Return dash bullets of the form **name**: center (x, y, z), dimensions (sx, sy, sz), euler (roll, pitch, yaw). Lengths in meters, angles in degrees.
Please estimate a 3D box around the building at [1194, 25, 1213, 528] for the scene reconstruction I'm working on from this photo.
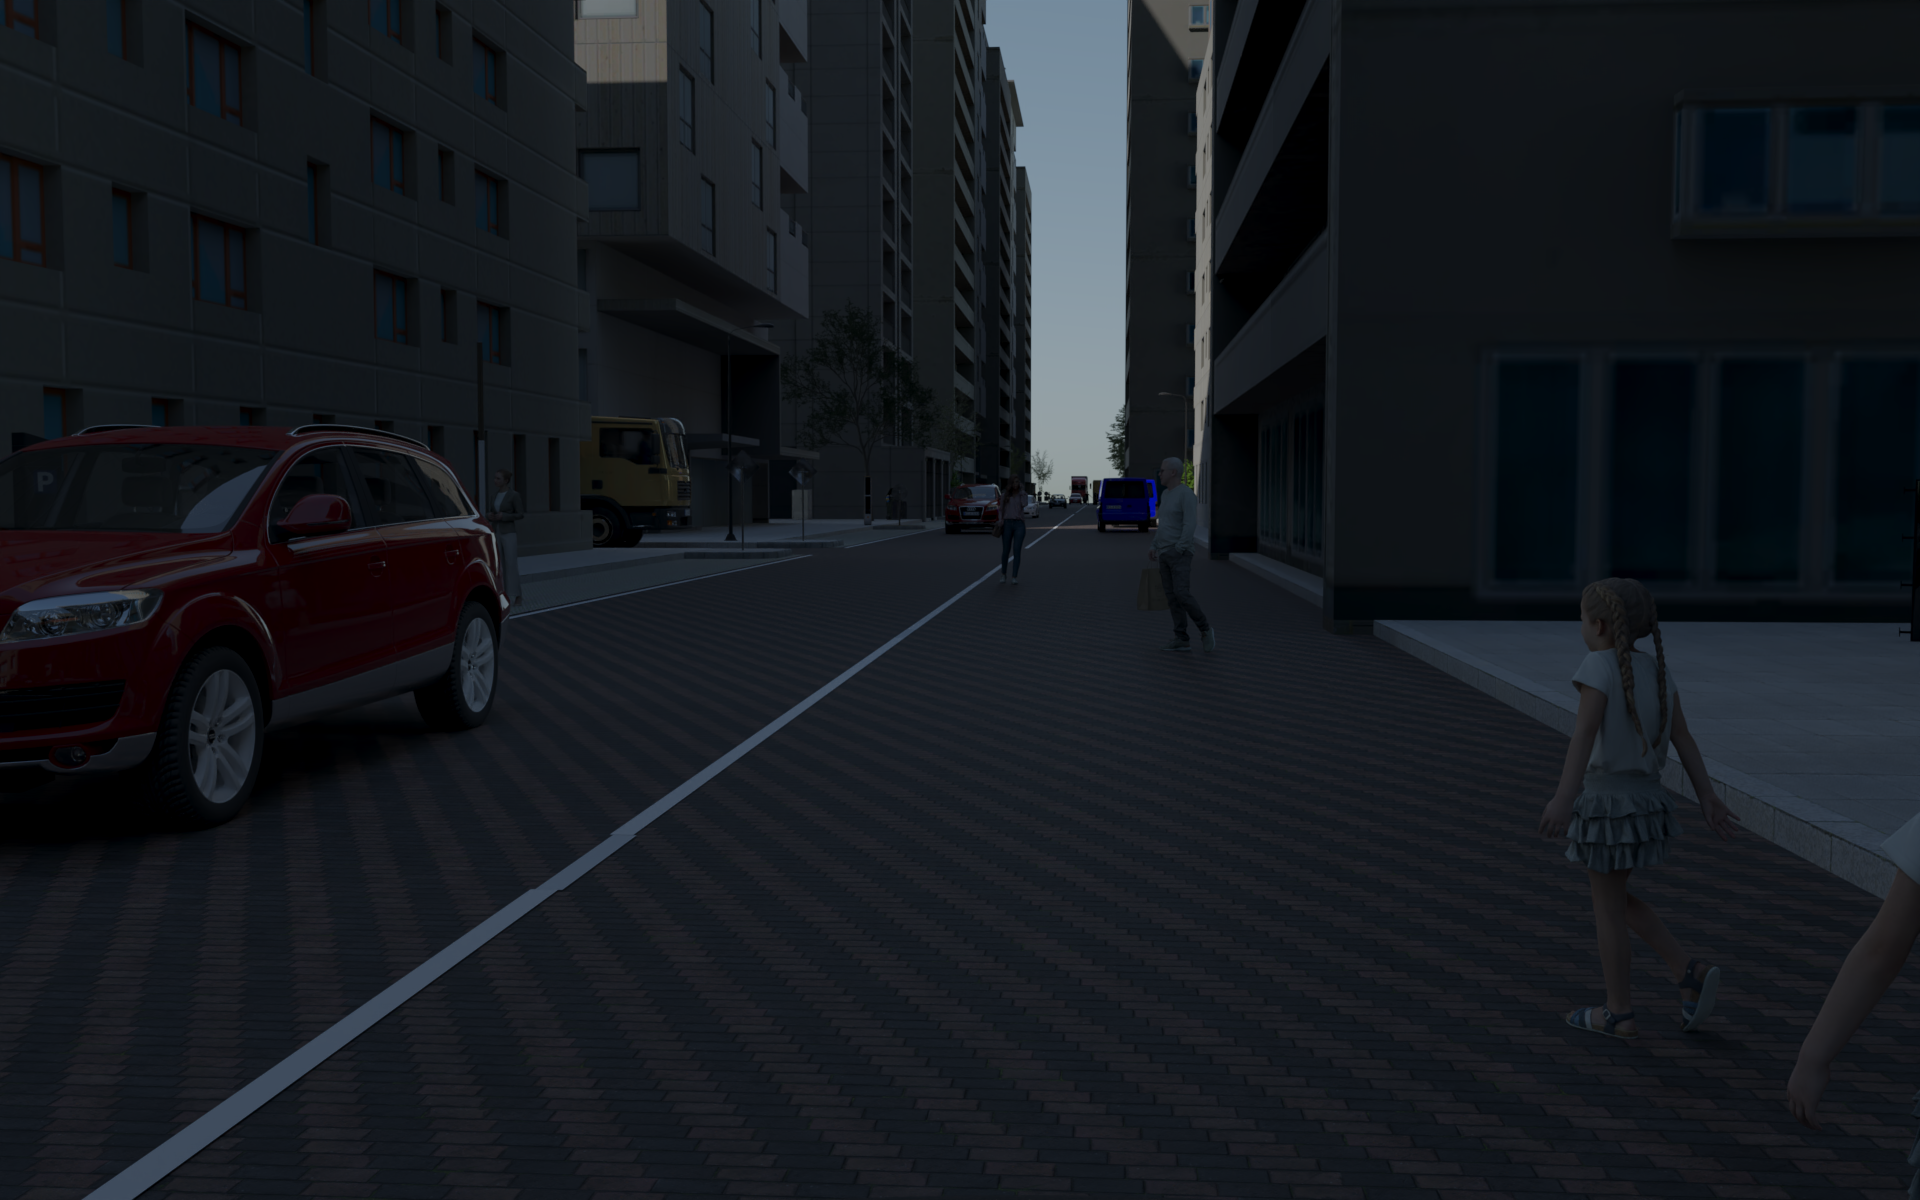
- **building**: center (23.453, -13.154, 60.107), dimensions (28.899, 21.520, 27.650), euler (0, 4, 5)

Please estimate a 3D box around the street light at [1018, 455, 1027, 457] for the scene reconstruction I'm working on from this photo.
- **street light**: center (7.316, -14.318, 206.637), dimensions (1.470, 5.913, 1.316), euler (0, 4, 5)

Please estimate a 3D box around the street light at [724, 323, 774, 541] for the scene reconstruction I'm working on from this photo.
- **street light**: center (-5.753, -4.573, 47.307), dimensions (1.470, 5.913, 1.316), euler (0, 4, 5)

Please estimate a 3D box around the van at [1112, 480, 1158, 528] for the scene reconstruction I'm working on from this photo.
- **van**: center (7.568, -4.349, 75.483), dimensions (2.240, 2.365, 5.245), euler (0, 4, 4)

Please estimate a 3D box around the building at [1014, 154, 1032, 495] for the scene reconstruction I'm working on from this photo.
- **building**: center (-1.022, -37.932, 243.897), dimensions (21.300, 48.544, 21.600), euler (0, 4, 5)

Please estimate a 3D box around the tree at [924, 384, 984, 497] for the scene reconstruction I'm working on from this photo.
- **tree**: center (-0.601, -10.152, 116.355), dimensions (4.360, 8.622, 3.978), euler (0, 3, 0)

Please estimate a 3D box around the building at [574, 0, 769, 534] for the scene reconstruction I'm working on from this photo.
- **building**: center (-20.599, -28.932, 62.272), dimensions (28.713, 52.752, 27.495), euler (0, 4, 5)

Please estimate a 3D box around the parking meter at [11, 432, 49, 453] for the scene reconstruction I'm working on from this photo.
- **parking meter**: center (-8.820, -0.667, 16.615), dimensions (0.255, 1.863, 0.399), euler (2, 4, 32)

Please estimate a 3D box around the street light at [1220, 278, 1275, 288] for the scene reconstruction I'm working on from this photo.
- **street light**: center (6.291, -3.963, 37.334), dimensions (1.470, 5.913, 1.316), euler (0, 4, 5)

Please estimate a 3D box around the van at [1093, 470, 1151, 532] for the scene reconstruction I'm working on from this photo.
- **van**: center (6.250, -3.807, 66.621), dimensions (2.240, 2.365, 5.245), euler (0, 4, 3)

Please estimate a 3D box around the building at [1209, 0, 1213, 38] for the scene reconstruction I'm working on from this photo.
- **building**: center (19.338, -26.501, 83.399), dimensions (14.600, 45.320, 14.200), euler (0, 4, 5)

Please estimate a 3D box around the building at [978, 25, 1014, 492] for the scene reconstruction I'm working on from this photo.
- **building**: center (-5.867, -34.153, 182.108), dimensions (21.300, 48.544, 21.600), euler (0, 4, 5)

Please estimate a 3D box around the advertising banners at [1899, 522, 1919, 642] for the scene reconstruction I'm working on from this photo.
- **advertising banners**: center (9.123, -1.124, 14.564), dimensions (2.074, 3.025, 0.090), euler (2, 4, 26)

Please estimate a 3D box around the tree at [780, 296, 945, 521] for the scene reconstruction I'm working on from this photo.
- **tree**: center (-4.399, -9.009, 81.717), dimensions (8.767, 10.594, 7.601), euler (-3, 5, -39)

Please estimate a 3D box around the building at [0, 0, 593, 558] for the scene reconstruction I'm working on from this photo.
- **building**: center (-24.048, -11.126, 26.958), dimensions (28.899, 21.520, 27.650), euler (0, 4, 5)

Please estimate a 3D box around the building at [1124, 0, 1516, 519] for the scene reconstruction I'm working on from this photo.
- **building**: center (21.317, -29.687, 109.077), dimensions (21.300, 48.544, 21.600), euler (0, 4, 5)

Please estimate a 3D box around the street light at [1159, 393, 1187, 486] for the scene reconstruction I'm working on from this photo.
- **street light**: center (9.809, -6.536, 79.408), dimensions (1.470, 5.913, 1.316), euler (0, 4, 5)

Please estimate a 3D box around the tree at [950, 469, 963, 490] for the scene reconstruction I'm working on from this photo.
- **tree**: center (-0.457, -7.777, 121.757), dimensions (1.663, 3.219, 1.824), euler (0, 3, 0)

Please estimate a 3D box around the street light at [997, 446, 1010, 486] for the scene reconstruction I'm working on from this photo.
- **street light**: center (4.089, -11.822, 165.829), dimensions (1.470, 5.913, 1.316), euler (0, 4, 5)

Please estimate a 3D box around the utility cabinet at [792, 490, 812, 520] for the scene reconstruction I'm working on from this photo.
- **utility cabinet**: center (-7.876, -4.745, 86.266), dimensions (1.173, 1.500, 0.318), euler (3, 5, 43)

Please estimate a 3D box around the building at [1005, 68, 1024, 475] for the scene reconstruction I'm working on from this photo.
- **building**: center (-6.829, -38.558, 219.660), dimensions (28.713, 52.752, 27.495), euler (0, 4, 5)

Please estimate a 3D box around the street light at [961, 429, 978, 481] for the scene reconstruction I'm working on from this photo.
- **street light**: center (0.624, -9.275, 124.193), dimensions (1.470, 5.913, 1.316), euler (0, 4, 5)

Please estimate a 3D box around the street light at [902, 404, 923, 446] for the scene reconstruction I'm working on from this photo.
- **street light**: center (-2.406, -7.138, 89.252), dimensions (1.470, 5.913, 1.316), euler (0, 4, 5)

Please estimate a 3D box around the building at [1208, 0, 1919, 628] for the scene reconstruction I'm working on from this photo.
- **building**: center (15.278, -24.590, 25.747), dimensions (21.300, 48.544, 21.600), euler (0, 4, 5)

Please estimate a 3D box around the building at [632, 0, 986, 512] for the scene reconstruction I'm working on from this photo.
- **building**: center (-11.720, -34.779, 157.868), dimensions (28.713, 52.752, 27.495), euler (0, 4, 5)

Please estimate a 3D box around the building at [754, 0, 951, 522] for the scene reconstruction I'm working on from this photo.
- **building**: center (-11.120, -40.292, 97.026), dimensions (20.563, 71.187, 20.611), euler (0, 4, 5)

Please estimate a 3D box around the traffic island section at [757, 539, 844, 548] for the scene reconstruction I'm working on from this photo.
- **traffic island section**: center (-4.307, -1.534, 47.365), dimensions (2.009, 0.180, 2.903), euler (0, 4, 5)

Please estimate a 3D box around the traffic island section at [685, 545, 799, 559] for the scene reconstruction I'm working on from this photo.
- **traffic island section**: center (-4.961, -1.047, 39.407), dimensions (2.009, 0.180, 2.903), euler (0, 4, 5)

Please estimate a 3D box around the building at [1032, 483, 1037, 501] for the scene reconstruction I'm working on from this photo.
- **building**: center (-4.473, -35.197, 267.349), dimensions (32.217, 40.220, 23.993), euler (0, 4, 5)

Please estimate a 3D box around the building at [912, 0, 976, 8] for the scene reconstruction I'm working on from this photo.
- **building**: center (-10.195, -31.167, 133.288), dimensions (21.300, 48.544, 21.600), euler (0, 4, 5)

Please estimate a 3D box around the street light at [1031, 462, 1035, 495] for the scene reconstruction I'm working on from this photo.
- **street light**: center (10.765, -16.865, 248.275), dimensions (1.470, 5.913, 1.316), euler (0, 4, 5)
